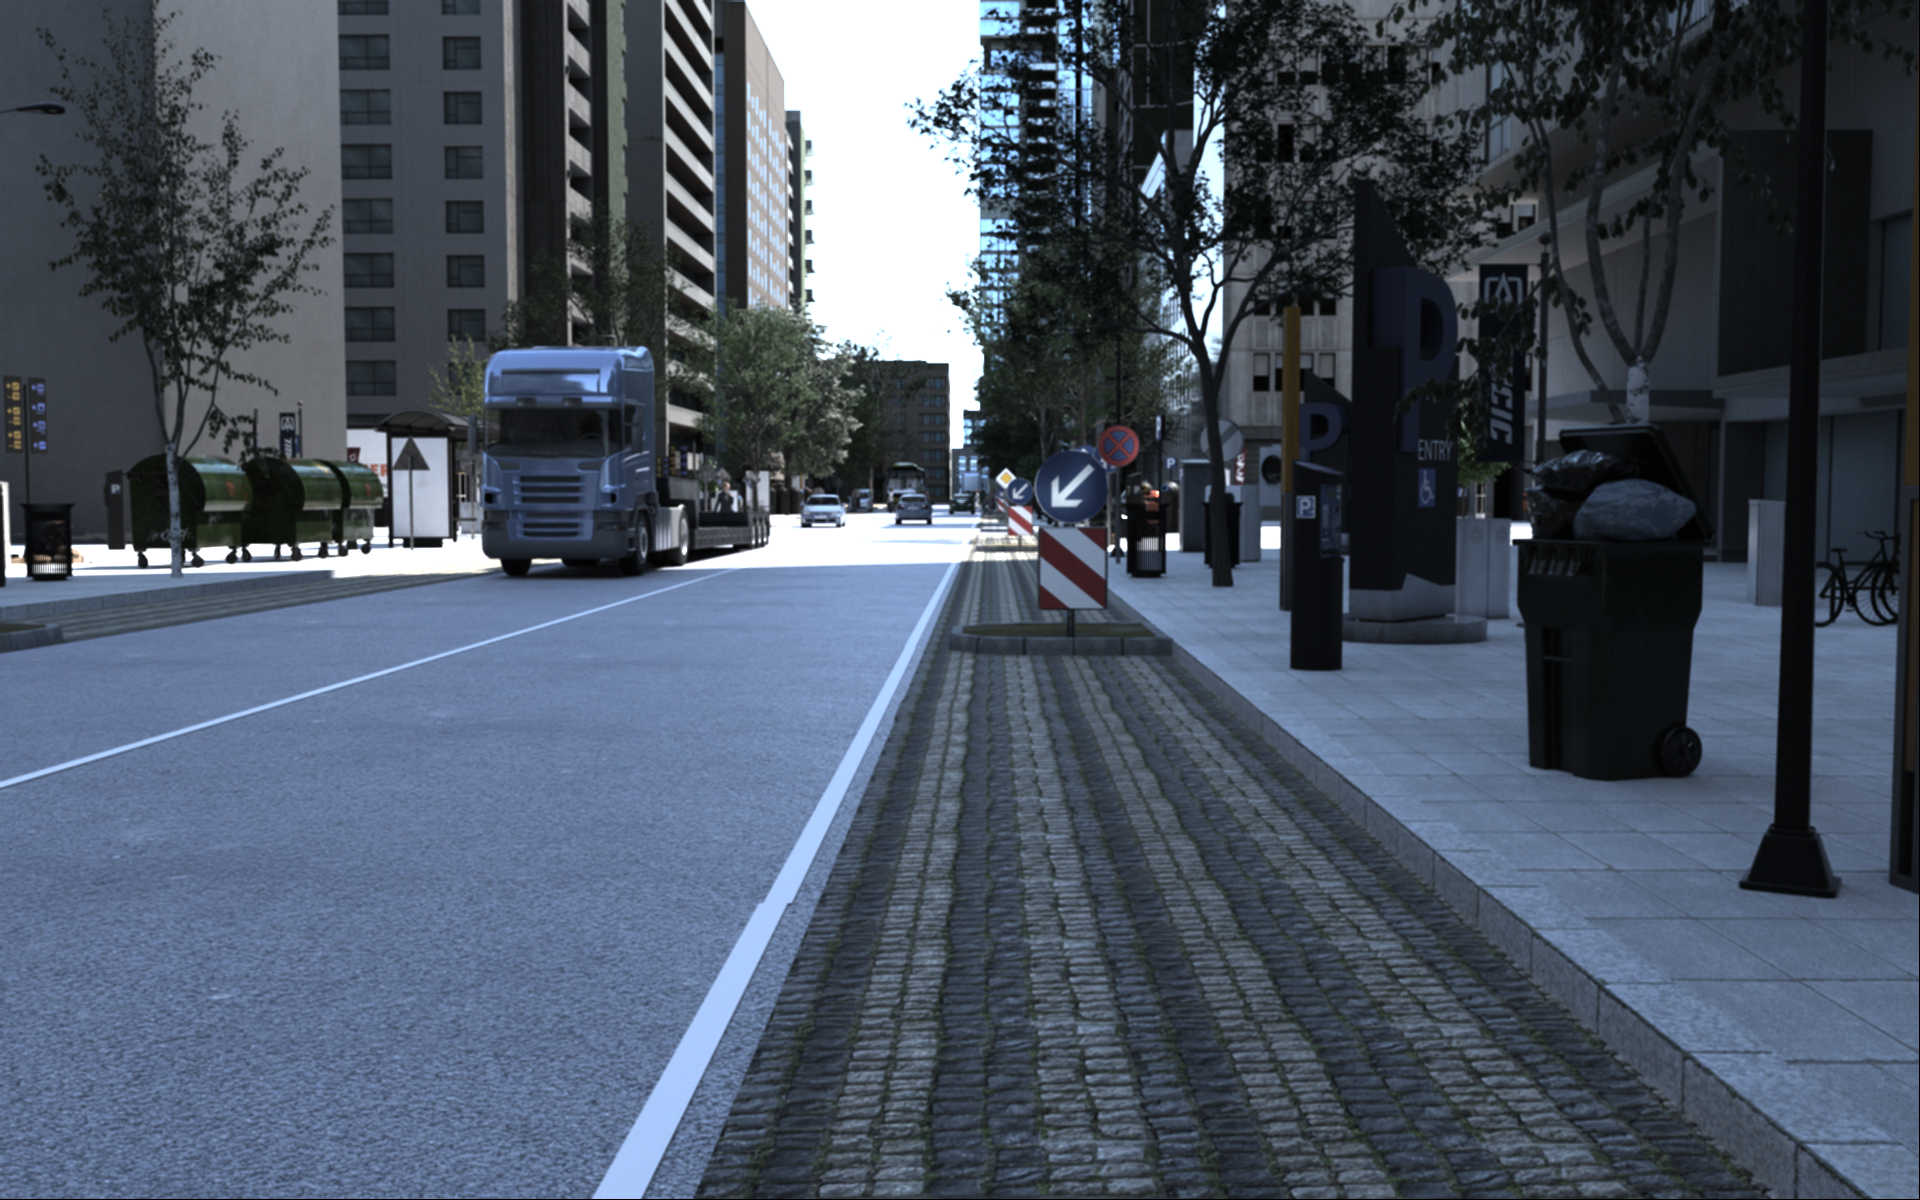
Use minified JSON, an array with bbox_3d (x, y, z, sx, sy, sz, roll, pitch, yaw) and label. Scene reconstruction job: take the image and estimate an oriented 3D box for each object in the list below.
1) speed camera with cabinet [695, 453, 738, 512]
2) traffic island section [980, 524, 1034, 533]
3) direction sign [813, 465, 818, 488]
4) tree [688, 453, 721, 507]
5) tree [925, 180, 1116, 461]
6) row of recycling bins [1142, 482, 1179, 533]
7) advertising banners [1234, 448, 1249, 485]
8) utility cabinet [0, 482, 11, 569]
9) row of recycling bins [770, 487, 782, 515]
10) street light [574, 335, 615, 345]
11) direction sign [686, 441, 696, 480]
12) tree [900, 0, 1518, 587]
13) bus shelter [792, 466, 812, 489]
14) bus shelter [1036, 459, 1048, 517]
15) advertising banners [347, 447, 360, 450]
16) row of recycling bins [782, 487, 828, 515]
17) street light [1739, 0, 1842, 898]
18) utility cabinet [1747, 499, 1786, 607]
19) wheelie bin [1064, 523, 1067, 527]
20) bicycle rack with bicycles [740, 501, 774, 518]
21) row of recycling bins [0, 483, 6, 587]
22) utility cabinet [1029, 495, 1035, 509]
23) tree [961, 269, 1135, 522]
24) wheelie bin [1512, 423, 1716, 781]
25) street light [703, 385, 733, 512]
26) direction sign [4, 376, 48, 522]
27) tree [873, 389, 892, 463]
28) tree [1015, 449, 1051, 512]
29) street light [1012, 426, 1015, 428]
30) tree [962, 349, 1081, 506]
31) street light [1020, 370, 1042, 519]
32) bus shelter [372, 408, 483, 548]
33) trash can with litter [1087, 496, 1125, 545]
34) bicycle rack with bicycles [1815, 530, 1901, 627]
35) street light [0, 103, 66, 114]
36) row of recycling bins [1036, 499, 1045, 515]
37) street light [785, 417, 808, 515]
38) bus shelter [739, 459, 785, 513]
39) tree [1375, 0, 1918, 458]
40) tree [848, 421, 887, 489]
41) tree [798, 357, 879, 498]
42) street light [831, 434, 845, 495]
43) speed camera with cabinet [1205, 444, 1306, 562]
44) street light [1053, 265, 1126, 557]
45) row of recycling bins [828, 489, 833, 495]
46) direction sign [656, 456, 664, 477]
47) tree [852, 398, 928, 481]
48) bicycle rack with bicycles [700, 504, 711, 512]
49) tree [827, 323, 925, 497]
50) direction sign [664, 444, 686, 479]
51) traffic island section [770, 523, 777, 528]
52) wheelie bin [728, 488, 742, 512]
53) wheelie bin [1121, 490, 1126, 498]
[{"bbox_3d":[-11.779,-5.452,83.478,2.038,3.252,0.660,-1,4,-14],"label":"speed camera with cabinet"},{"bbox_3d":[1.775,-2.663,65.816,2.009,0.180,2.903,0,4,1],"label":"traffic island section"},{"bbox_3d":[-10.435,-8.141,125.099,0.379,3.537,0.876,-2,4,-31],"label":"direction sign"},{"bbox_3d":[-11.776,-5.320,81.578,1.663,3.219,1.824,0,3,0],"label":"tree"},{"bbox_3d":[4.515,-15.347,106.813,12.611,20.169,13.585,0,3,0],"label":"tree"},{"bbox_3d":[7.225,-3.053,57.029,3.534,1.692,1.069,2,4,33],"label":"row of recycling bins"},{"bbox_3d":[9.927,-4.266,65.944,2.074,3.025,0.090,0,4,4],"label":"advertising banners"},{"bbox_3d":[-16.632,-1.258,29.249,1.173,1.500,0.318,1,4,15],"label":"utility cabinet"},{"bbox_3d":[-12.867,-6.409,111.906,1.069,1.692,3.534,1,4,17],"label":"row of recycling bins"},{"bbox_3d":[-10.772,-4.785,50.770,1.470,5.913,1.316,0,4,1],"label":"street light"},{"bbox_3d":[-11.384,-5.030,74.241,0.379,3.537,0.876,0,4,-3],"label":"direction sign"},{"bbox_3d":[3.610,-5.488,24.135,8.767,10.594,7.601,-1,4,-11],"label":"tree"},{"bbox_3d":[-11.839,-8.149,127.157,2.014,3.302,5.546,0,4,1],"label":"bus shelter"},{"bbox_3d":[5.190,-6.079,93.310,2.014,3.302,5.546,0,4,1],"label":"bus shelter"},{"bbox_3d":[-23.516,-4.204,64.919,2.074,3.025,0.090,0,4,-7],"label":"advertising banners"},{"bbox_3d":[-10.765,-6.822,118.645,1.069,1.692,3.534,2,4,34],"label":"row of recycling bins"},{"bbox_3d":[2.179,-2.016,5.509,1.470,5.913,1.316,0,4,1],"label":"street light"},{"bbox_3d":[9.419,-0.555,20.231,0.306,1.237,1.020,1,4,19],"label":"utility cabinet"},{"bbox_3d":[4.162,-3.370,63.002,0.980,1.594,0.693,2,4,31],"label":"wheelie bin"},{"bbox_3d":[-11.441,-4.959,94.454,2.852,0.926,2.925,-2,4,-34],"label":"bicycle rack with bicycles"},{"bbox_3d":[-14.931,-1.006,23.566,3.534,1.692,1.069,-1,4,-11],"label":"row of recycling bins"},{"bbox_3d":[5.851,-8.142,144.287,1.020,1.237,0.306,1,4,9],"label":"utility cabinet"},{"bbox_3d":[4.214,-9.440,80.104,9.928,11.665,9.643,0,3,0],"label":"tree"},{"bbox_3d":[2.992,-0.004,7.976,0.693,1.594,0.980,-1,4,-21],"label":"wheelie bin"},{"bbox_3d":[-10.369,-6.204,73.978,1.470,5.913,1.316,0,4,1],"label":"street light"},{"bbox_3d":[-18.065,-2.542,33.555,0.379,3.537,0.876,2,4,23],"label":"direction sign"},{"bbox_3d":[-10.060,-14.151,157.128,9.928,11.665,9.643,0,3,0],"label":"tree"},{"bbox_3d":[5.623,-8.662,125.342,4.285,4.588,4.351,0,3,0],"label":"tree"},{"bbox_3d":[3.494,-7.044,87.707,1.470,5.913,1.316,0,4,1],"label":"street light"},{"bbox_3d":[5.034,-14.122,137.556,9.857,13.997,8.962,0,3,0],"label":"tree"},{"bbox_3d":[3.097,-5.654,64.977,1.470,5.913,1.316,0,4,1],"label":"street light"},{"bbox_3d":[-12.834,-3.046,43.732,2.014,3.302,5.546,0,4,1],"label":"bus shelter"},{"bbox_3d":[3.531,-1.954,43.337,0.624,1.170,1.055,2,4,34],"label":"trash can with litter"},{"bbox_3d":[9.474,-0.195,16.569,2.925,0.926,2.852,0,4,-3],"label":"bicycle rack with bicycles"},{"bbox_3d":[-11.315,-2.947,20.724,1.470,5.913,1.316,0,4,1],"label":"street light"},{"bbox_3d":[5.845,-6.360,111.101,1.069,1.692,3.534,-1,4,-20],"label":"row of recycling bins"},{"bbox_3d":[-9.822,-8.034,103.893,1.470,5.913,1.316,0,4,1],"label":"street light"},{"bbox_3d":[-11.670,-6.631,102.334,2.014,3.302,5.546,0,4,1],"label":"bus shelter"},{"bbox_3d":[3.990,-3.647,9.986,4.360,8.622,3.978,0,3,0],"label":"tree"},{"bbox_3d":[-9.220,-13.280,167.486,4.360,8.622,3.978,0,3,0],"label":"tree"},{"bbox_3d":[-10.575,-13.816,144.016,7.486,12.596,7.792,0,3,0],"label":"tree"},{"bbox_3d":[-9.466,-9.912,134.594,1.470,5.913,1.316,0,4,1],"label":"street light"},{"bbox_3d":[5.533,-2.339,32.576,0.660,3.252,2.038,-3,4,-39],"label":"speed camera with cabinet"},{"bbox_3d":[2.678,-3.835,35.242,1.470,5.913,1.316,0,4,1],"label":"street light"},{"bbox_3d":[-11.432,-8.463,145.486,1.069,1.692,3.534,1,4,10],"label":"row of recycling bins"},{"bbox_3d":[-17.823,-6.833,103.720,0.876,3.537,0.379,-3,5,-44],"label":"direction sign"},{"bbox_3d":[-9.130,-18.896,219.319,12.009,13.543,11.850,0,3,0],"label":"tree"},{"bbox_3d":[-16.077,-6.461,119.024,2.925,0.926,2.852,2,4,26],"label":"bicycle rack with bicycles"},{"bbox_3d":[-8.552,-20.374,188.997,12.611,20.169,13.585,0,3,0],"label":"tree"},{"bbox_3d":[-12.667,-5.248,77.797,0.876,3.537,0.379,0,4,5],"label":"direction sign"},{"bbox_3d":[-8.924,-3.163,73.995,2.009,0.180,2.903,0,4,1],"label":"traffic island section"},{"bbox_3d":[-11.678,-4.962,89.038,0.980,1.594,0.693,0,4,4],"label":"wheelie bin"},{"bbox_3d":[11.997,-7.162,125.005,0.693,1.594,0.980,0,4,-8],"label":"wheelie bin"}]
